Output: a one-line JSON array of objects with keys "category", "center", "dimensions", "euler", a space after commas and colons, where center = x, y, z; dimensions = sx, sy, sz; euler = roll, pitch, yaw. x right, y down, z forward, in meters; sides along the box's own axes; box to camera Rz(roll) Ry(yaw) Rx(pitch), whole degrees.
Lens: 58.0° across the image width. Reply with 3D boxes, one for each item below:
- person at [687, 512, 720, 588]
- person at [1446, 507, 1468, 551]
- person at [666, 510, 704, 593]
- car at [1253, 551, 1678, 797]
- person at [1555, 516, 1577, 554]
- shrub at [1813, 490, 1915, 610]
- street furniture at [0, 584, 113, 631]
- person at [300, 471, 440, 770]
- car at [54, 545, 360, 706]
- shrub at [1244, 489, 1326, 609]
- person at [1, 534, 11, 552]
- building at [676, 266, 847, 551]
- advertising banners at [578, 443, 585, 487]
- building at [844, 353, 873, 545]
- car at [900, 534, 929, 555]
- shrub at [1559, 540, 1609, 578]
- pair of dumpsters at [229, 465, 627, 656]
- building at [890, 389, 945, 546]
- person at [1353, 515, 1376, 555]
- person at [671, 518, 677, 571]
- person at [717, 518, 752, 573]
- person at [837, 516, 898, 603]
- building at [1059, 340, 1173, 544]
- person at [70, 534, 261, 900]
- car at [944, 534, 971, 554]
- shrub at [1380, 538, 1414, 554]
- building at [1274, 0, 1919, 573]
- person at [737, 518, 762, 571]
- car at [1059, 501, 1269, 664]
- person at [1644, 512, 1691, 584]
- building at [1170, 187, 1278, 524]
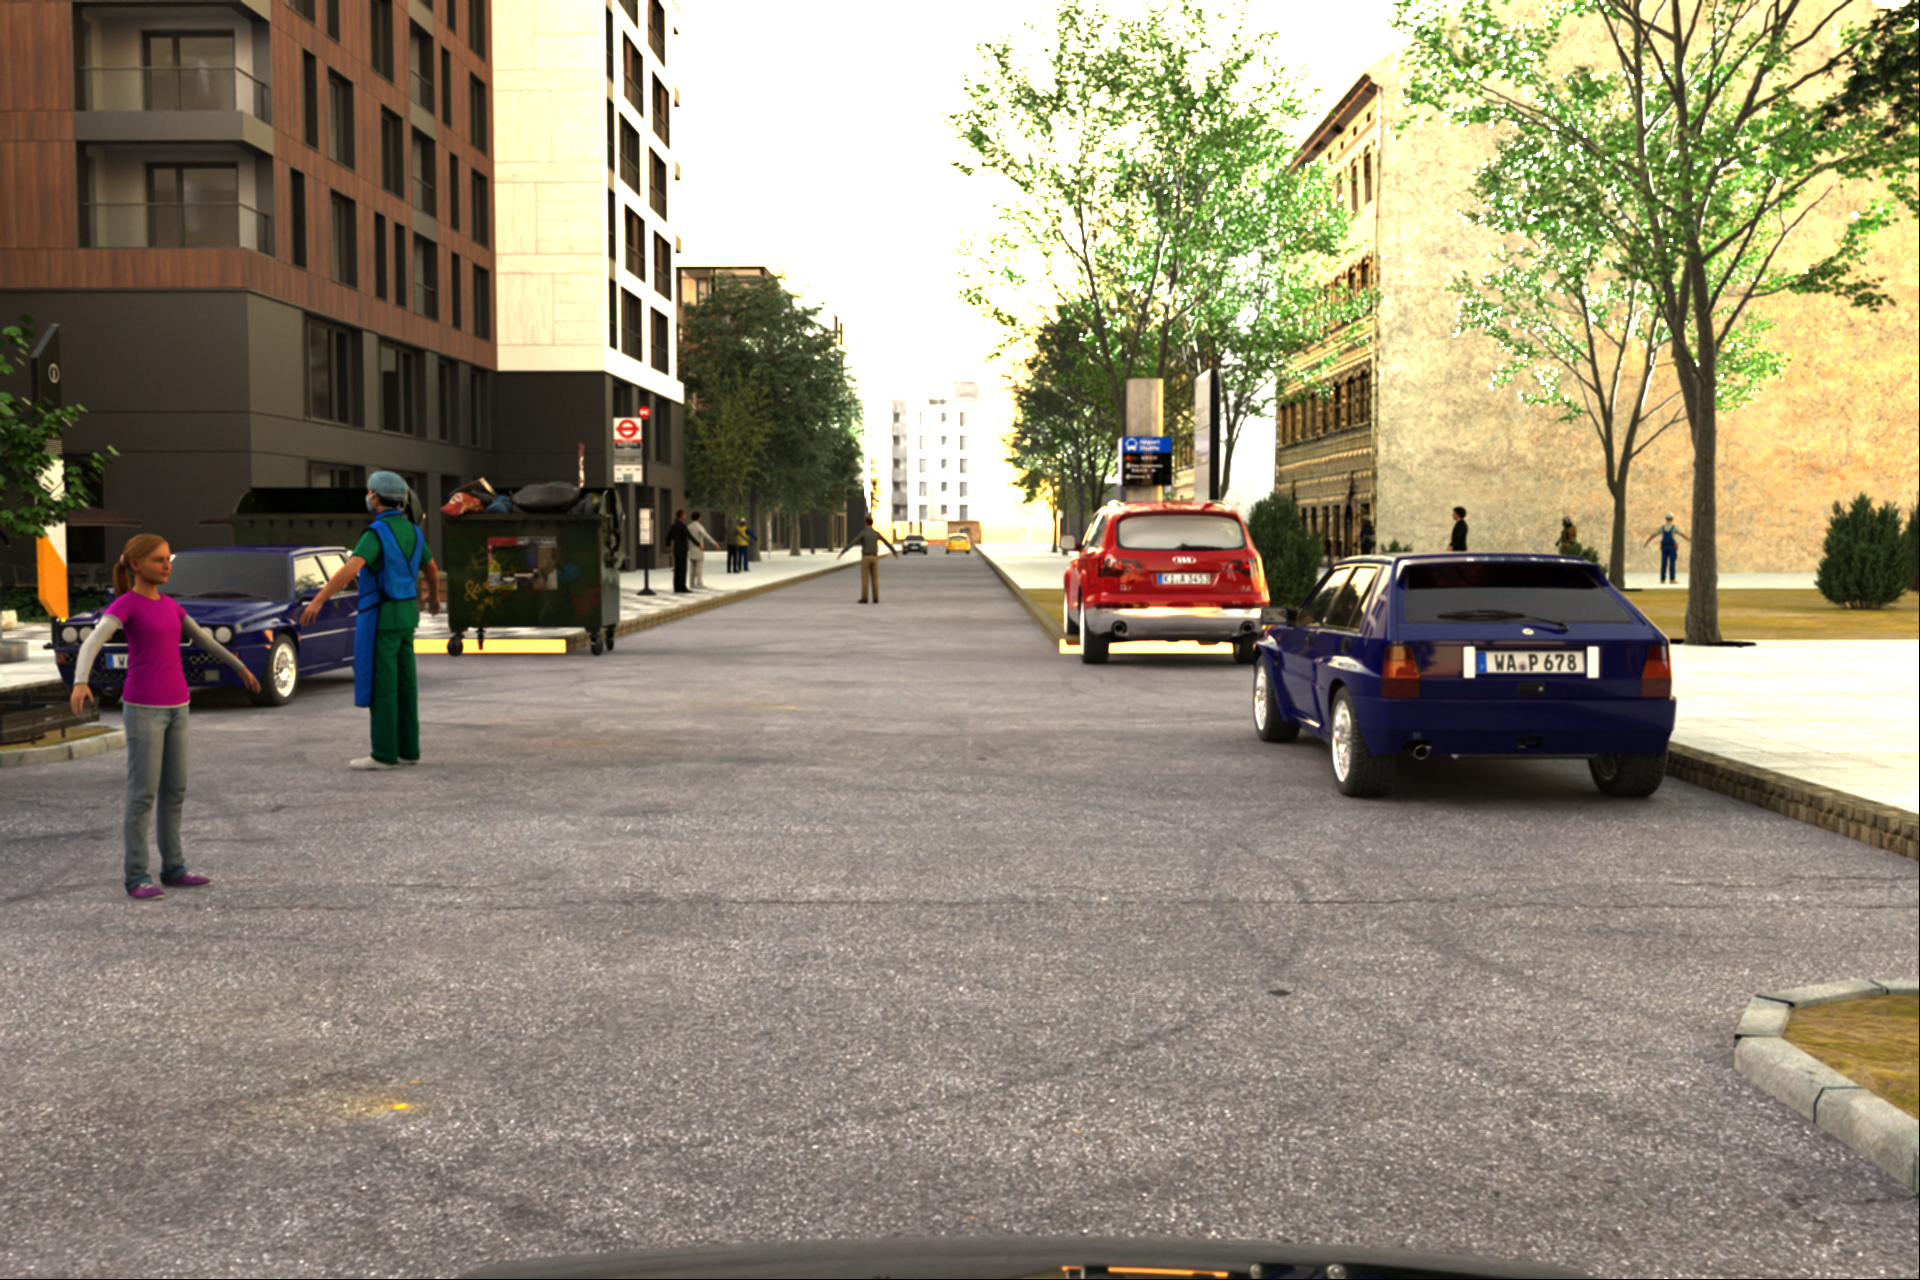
[{"category": "person", "center": [-6.237, -2.137, 41.125], "dimensions": [1.347, 1.806, 0.705], "euler": [3, 4, 38]}, {"category": "person", "center": [9.623, -1.672, 33.529], "dimensions": [0.705, 1.806, 1.347], "euler": [2, 4, 24]}, {"category": "person", "center": [-6.047, -1.922, 37.655], "dimensions": [0.704, 1.802, 1.346], "euler": [-3, 5, -43]}, {"category": "car", "center": [2.930, 0.110, 10.788], "dimensions": [1.945, 1.354, 3.894], "euler": [0, 4, 0]}, {"category": "person", "center": [18.880, -2.945, 53.914], "dimensions": [0.705, 1.858, 1.354], "euler": [0, 3, 0]}, {"category": "shrub", "center": [15.419, -1.536, 29.527], "dimensions": [1.690, 2.028, 1.600], "euler": [0, 3, 0]}, {"category": "street furniture", "center": [-14.528, -0.512, 23.997], "dimensions": [5.734, 0.657, 10.072], "euler": [1, 4, 8]}, {"category": "person", "center": [-3.534, -0.125, 10.633], "dimensions": [0.704, 1.817, 1.347], "euler": [1, 4, 16]}, {"category": "car", "center": [-6.471, -0.186, 15.620], "dimensions": [1.945, 1.354, 3.894], "euler": [0, 4, 0]}, {"category": "shrub", "center": [5.226, -1.482, 28.651], "dimensions": [1.690, 2.028, 1.600], "euler": [0, 3, 0]}, {"category": "person", "center": [-20.004, -1.763, 35.552], "dimensions": [0.721, 1.740, 1.216], "euler": [1, 4, 20]}, {"category": "building", "center": [-25.025, -18.628, 148.535], "dimensions": [27.936, 21.610, 32.646], "euler": [0, 4, 1]}, {"category": "advertising banners", "center": [-7.281, -2.230, 32.655], "dimensions": [0.090, 3.025, 2.074], "euler": [0, 3, 0]}, {"category": "building", "center": [-24.598, -21.364, 193.270], "dimensions": [27.936, 21.610, 32.646], "euler": [0, 4, 0]}, {"category": "car", "center": [-3.168, -6.857, 121.903], "dimensions": [2.009, 1.686, 4.222], "euler": [0, 4, 0]}, {"category": "shrub", "center": [9.930, -1.025, 27.868], "dimensions": [1.383, 1.207, 1.383], "euler": [0, 3, 0]}, {"category": "pair of dumpsters", "center": [-6.319, -0.966, 20.746], "dimensions": [4.436, 2.255, 1.574], "euler": [0, 4, 0]}, {"category": "building", "center": [-8.439, -21.939, 217.581], "dimensions": [11.380, 20.090, 16.016], "euler": [0, 4, 4]}, {"category": "person", "center": [12.091, -2.805, 51.641], "dimensions": [0.705, 1.856, 1.354], "euler": [-1, 4, -11]}, {"category": "person", "center": [-9.762, -3.293, 59.779], "dimensions": [0.705, 1.837, 1.347], "euler": [-2, 4, -32]}, {"category": "person", "center": [-7.476, -3.110, 56.978], "dimensions": [1.348, 1.813, 0.705], "euler": [2, 4, 25]}, {"category": "person", "center": [-1.885, -1.666, 35.973], "dimensions": [1.348, 1.796, 0.705], "euler": [-2, 4, -24]}, {"category": "building", "center": [24.731, -21.203, 190.649], "dimensions": [27.936, 21.610, 32.646], "euler": [0, 4, 0]}, {"category": "person", "center": [-3.153, 0.296, 6.889], "dimensions": [0.599, 1.433, 0.991], "euler": [1, 4, 17]}, {"category": "car", "center": [-0.168, -7.120, 126.628], "dimensions": [2.015, 1.641, 3.980], "euler": [0, 4, -1]}, {"category": "shrub", "center": [8.337, -1.344, 33.094], "dimensions": [1.383, 1.207, 1.383], "euler": [0, 3, 0]}, {"category": "building", "center": [22.904, -14.350, 65.552], "dimensions": [19.493, 23.208, 18.063], "euler": [0, 3, 0]}, {"category": "person", "center": [-7.458, -3.280, 59.593], "dimensions": [1.349, 1.833, 0.705], "euler": [2, 4, 24]}, {"category": "car", "center": [2.350, -0.733, 20.656], "dimensions": [2.281, 1.827, 5.304], "euler": [0, 4, 0]}, {"category": "person", "center": [18.442, -2.396, 45.038], "dimensions": [1.347, 1.847, 0.705], "euler": [3, 5, 40]}, {"category": "building", "center": [21.722, -15.999, 92.507], "dimensions": [19.493, 23.208, 18.063], "euler": [0, 3, 0]}]
